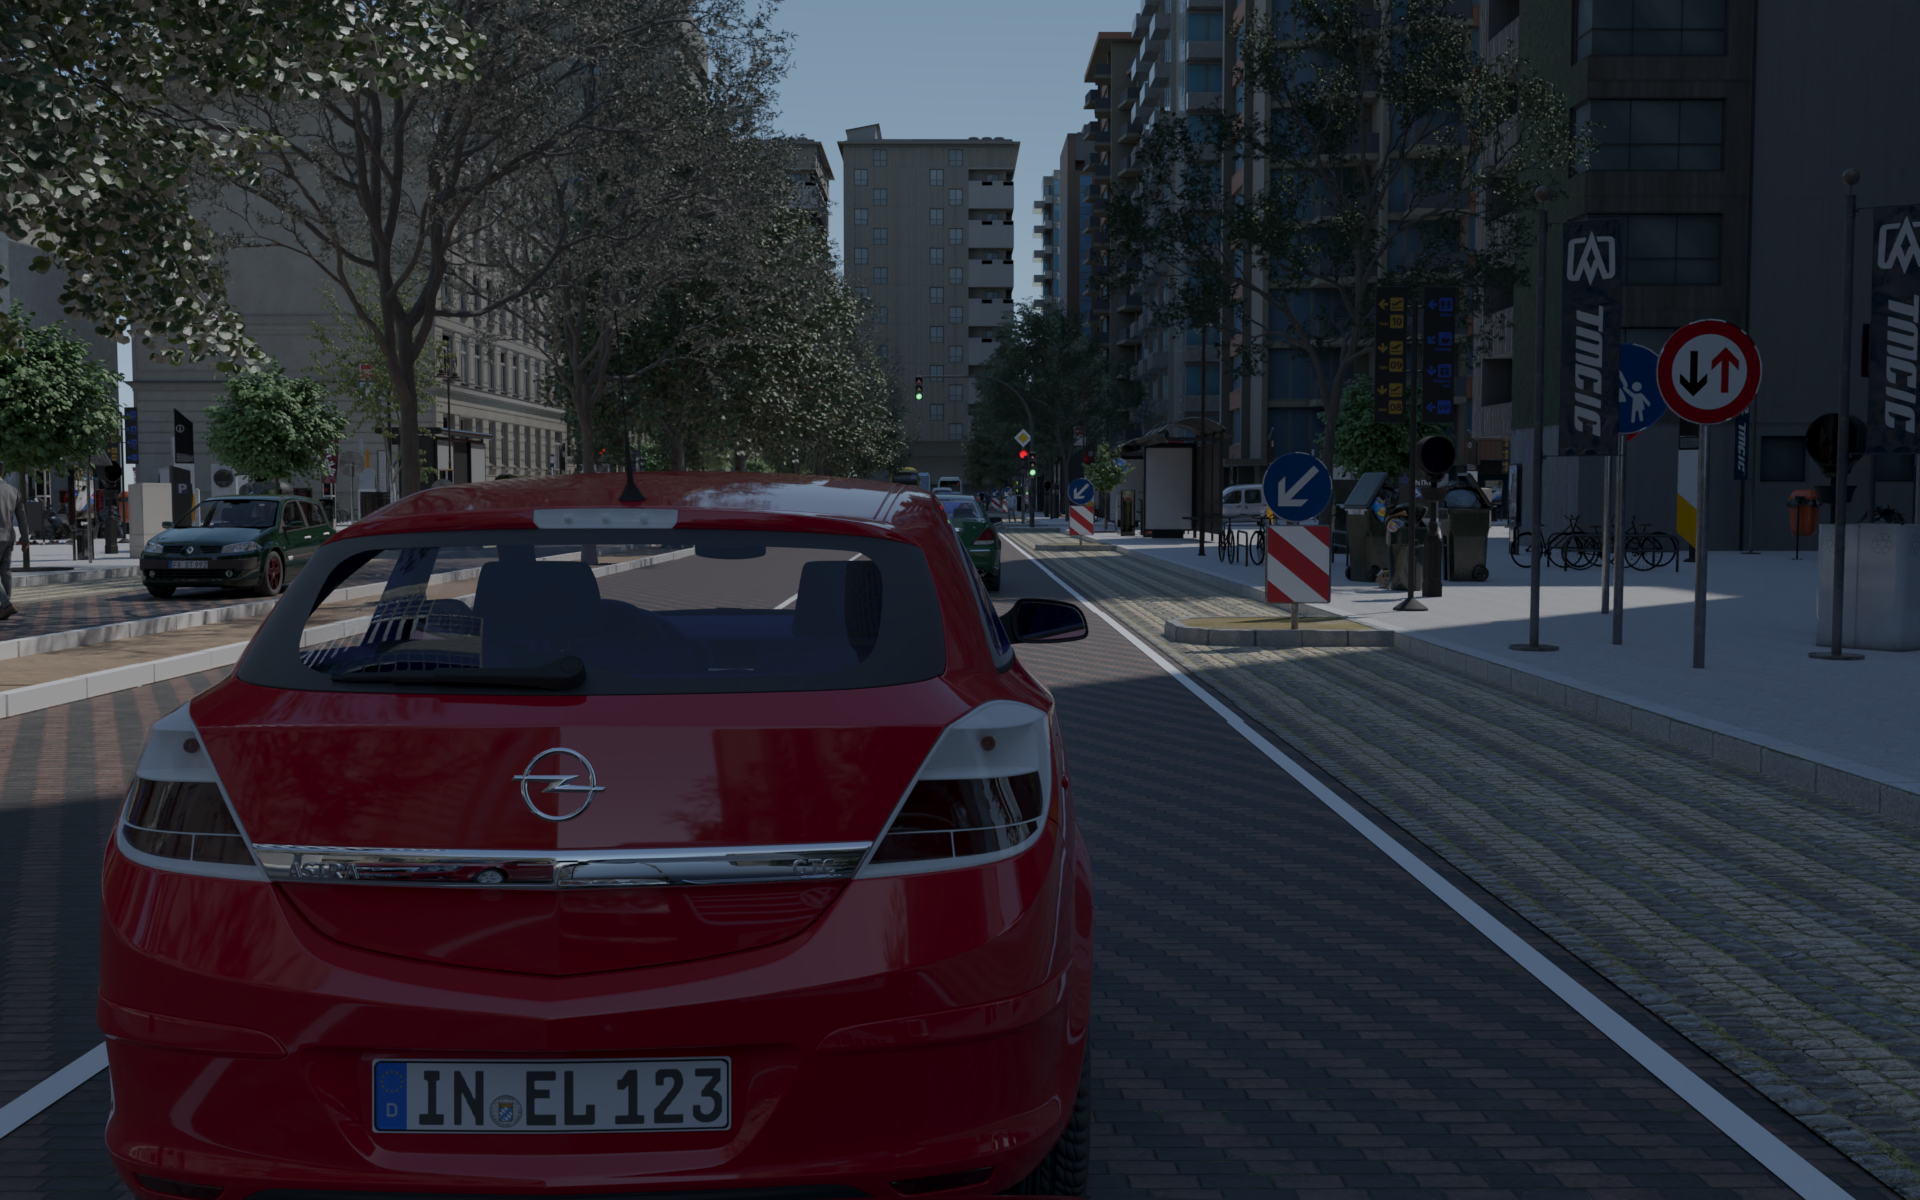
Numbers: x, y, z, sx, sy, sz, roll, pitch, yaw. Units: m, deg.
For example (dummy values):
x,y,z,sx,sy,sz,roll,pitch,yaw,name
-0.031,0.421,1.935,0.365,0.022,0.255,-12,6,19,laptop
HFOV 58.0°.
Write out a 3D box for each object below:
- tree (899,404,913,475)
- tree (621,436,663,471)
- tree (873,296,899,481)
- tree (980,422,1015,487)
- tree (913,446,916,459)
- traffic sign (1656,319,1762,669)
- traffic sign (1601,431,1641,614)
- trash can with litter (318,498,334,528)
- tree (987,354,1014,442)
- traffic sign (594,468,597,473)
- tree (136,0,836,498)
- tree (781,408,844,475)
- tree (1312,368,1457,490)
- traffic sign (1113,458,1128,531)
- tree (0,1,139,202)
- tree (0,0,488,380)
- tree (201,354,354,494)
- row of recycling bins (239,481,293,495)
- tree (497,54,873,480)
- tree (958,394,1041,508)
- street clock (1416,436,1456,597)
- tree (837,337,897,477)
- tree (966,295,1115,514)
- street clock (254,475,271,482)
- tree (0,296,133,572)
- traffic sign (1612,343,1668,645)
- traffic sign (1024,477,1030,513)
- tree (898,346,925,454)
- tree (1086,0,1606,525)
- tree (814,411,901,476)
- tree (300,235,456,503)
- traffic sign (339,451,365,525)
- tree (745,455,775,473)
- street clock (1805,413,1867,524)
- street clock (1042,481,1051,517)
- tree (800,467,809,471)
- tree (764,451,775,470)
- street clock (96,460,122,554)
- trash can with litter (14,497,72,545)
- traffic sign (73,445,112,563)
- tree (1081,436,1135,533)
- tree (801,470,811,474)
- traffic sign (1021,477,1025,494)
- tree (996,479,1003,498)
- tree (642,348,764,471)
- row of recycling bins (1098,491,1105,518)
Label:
x,y,z,sx,sy,sz,roll,pitch,yaw,name
-7.694,-10.761,95.403,9.611,12.733,9.660,0,3,0,tree
-16.793,-6.729,93.740,4.285,4.588,4.351,0,3,0,tree
-7.036,-8.304,55.230,9.611,12.733,9.660,0,3,0,tree
4.894,-16.242,183.677,7.486,12.596,7.792,0,3,0,tree
-7.976,-12.444,122.927,9.611,12.733,9.660,0,3,0,tree
5.448,-0.770,12.694,0.768,2.556,0.104,0,4,0,traffic sign
6.910,-1.123,18.474,0.768,2.556,0.104,0,4,6,traffic sign
-20.190,-2.663,54.926,0.624,1.170,1.055,-2,4,-26,trash can with litter
5.214,-9.034,82.114,8.767,10.594,7.601,1,4,11,tree
-16.360,-4.715,77.089,0.884,2.594,0.081,0,4,0,traffic sign
-7.411,-7.425,34.232,12.009,13.543,11.850,0,3,0,tree
-7.679,-8.287,88.309,4.360,8.622,3.978,0,3,0,tree
10.407,-3.598,42.537,4.285,4.588,4.351,0,3,0,tree
5.480,-3.704,60.673,0.768,2.556,0.104,0,4,5,traffic sign
-7.056,-6.669,21.872,12.009,13.543,11.850,0,3,0,tree
-6.993,-6.178,10.126,9.857,13.997,8.962,0,3,0,tree
-16.013,-3.476,40.551,4.285,4.588,4.351,0,3,0,tree
-23.102,-3.085,57.545,1.069,1.692,3.534,-3,4,-39,row of recycling bins
-7.399,-7.687,45.147,9.611,12.733,9.660,0,3,0,tree
4.343,-14.980,161.937,9.611,12.733,9.660,0,3,0,tree
5.898,-1.040,21.582,0.471,2.002,0.358,-1,4,-9,street clock
-7.774,-11.309,113.109,9.928,11.665,9.643,0,3,0,tree
5.707,-12.455,110.302,9.857,13.997,8.962,0,3,0,tree
-19.613,-2.705,48.800,0.471,2.002,0.358,-1,4,-13,street clock
-15.760,-2.772,29.041,4.285,4.588,4.351,0,3,0,tree
5.609,-0.893,14.701,0.768,2.556,0.104,1,4,9,traffic sign
4.727,-7.350,120.279,0.768,2.556,0.104,0,3,0,traffic sign
-7.422,-10.159,78.929,12.009,13.543,11.850,0,3,0,tree
6.054,-5.775,28.827,8.767,10.594,7.601,1,4,14,tree
-7.696,-10.232,104.158,8.767,10.594,7.601,0,4,0,tree
-15.914,-5.979,48.114,4.737,8.622,4.395,0,3,0,tree
-17.930,-3.117,51.069,0.768,2.556,0.104,0,4,2,traffic sign
-16.709,-9.633,141.205,4.285,4.588,4.351,0,3,0,tree
7.854,-0.672,15.558,0.358,2.002,0.471,-3,5,-41,street clock
4.768,-5.542,95.174,0.471,2.002,0.358,-1,4,-22,street clock
-16.289,-13.463,170.477,4.737,8.622,4.395,0,3,0,tree
-16.546,-14.158,149.618,7.486,12.596,7.792,0,3,0,tree
-18.198,-1.989,37.087,0.358,2.002,0.471,1,4,22,street clock
-23.096,-1.999,43.740,2.233,1.210,1.678,1,4,8,trash can with litter
-16.135,-1.961,32.065,0.884,2.594,0.081,0,4,1,traffic sign
4.727,-3.850,57.552,1.663,3.219,1.824,0,3,0,tree
-16.469,-12.955,195.521,4.285,4.588,4.351,0,3,0,tree
4.611,-7.622,124.729,0.768,2.556,0.104,0,4,3,traffic sign
4.187,-14.998,195.583,4.737,8.622,4.395,0,3,0,tree
-17.296,-11.885,112.449,7.486,12.596,7.792,0,3,0,tree
8.881,-5.291,93.617,3.534,1.692,1.069,-3,4,-38,row of recycling bins
